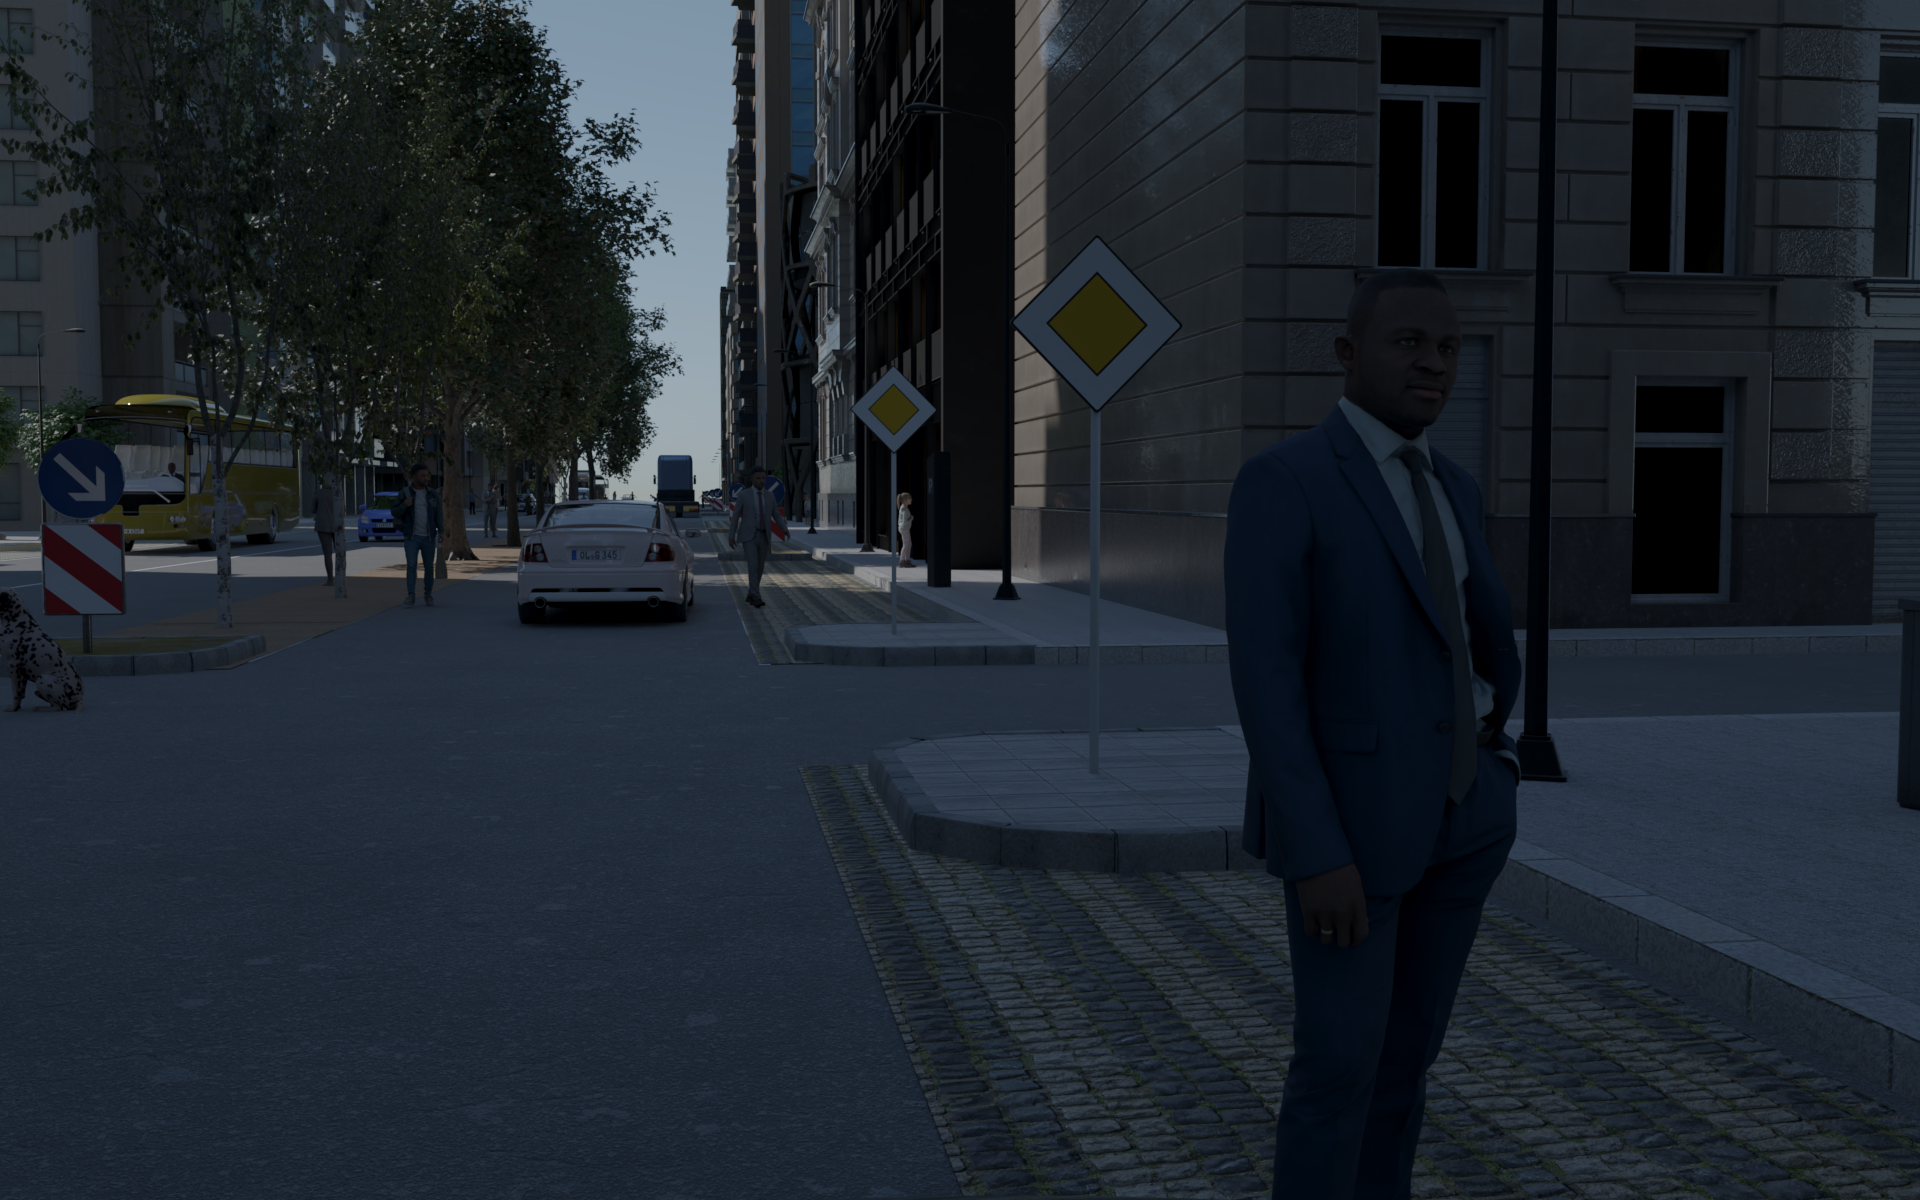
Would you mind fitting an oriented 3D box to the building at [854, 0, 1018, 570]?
[{"bbox_3d":[4.588,-12.701,37.335,12.332,23.373,15.834,-1,4,-9],"label":"building"}]

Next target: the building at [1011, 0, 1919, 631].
[{"bbox_3d":[13.650,-13.777,22.525,25.104,27.353,12.463,-1,4,-9],"label":"building"}]

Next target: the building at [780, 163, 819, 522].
[{"bbox_3d":[-0.212,-13.191,83.122,16.820,18.784,16.811,-1,4,-9],"label":"building"}]

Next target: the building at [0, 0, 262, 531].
[{"bbox_3d":[-35.178,-23.276,64.160,14.154,41.232,14.086,-1,4,-9],"label":"building"}]

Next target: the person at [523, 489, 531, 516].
[{"bbox_3d":[-28.485,-6.400,113.871,0.721,1.736,1.217,-2,4,-32],"label":"person"}]

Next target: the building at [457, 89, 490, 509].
[{"bbox_3d":[-49.329,-28.592,151.077,14.154,41.232,14.086,-1,4,-9],"label":"building"}]

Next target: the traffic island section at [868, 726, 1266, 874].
[{"bbox_3d":[0.660,0.876,7.961,2.009,0.180,2.903,-1,4,-9],"label":"traffic island section"}]

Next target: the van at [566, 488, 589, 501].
[{"bbox_3d":[-26.472,-6.943,120.521,2.013,2.044,4.112,-1,4,-9],"label":"van"}]

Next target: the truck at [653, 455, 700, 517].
[{"bbox_3d":[-18.519,-7.548,113.173,2.967,4.110,18.799,-1,4,-10],"label":"truck"}]

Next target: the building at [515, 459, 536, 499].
[{"bbox_3d":[-54.178,-25.615,190.506,14.160,30.474,14.107,-1,4,-9],"label":"building"}]

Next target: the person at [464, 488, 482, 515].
[{"bbox_3d":[-33.501,-6.762,119.037,1.348,1.826,0.705,-3,5,-42],"label":"person"}]

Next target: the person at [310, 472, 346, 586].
[{"bbox_3d":[-9.835,-1.117,26.953,0.537,1.800,0.526,-2,4,-27],"label":"person"}]

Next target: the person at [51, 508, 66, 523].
[{"bbox_3d":[-29.377,-3.071,56.356,0.635,1.810,0.391,1,4,13],"label":"person"}]

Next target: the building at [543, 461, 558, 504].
[{"bbox_3d":[-60.788,-35.344,227.981,14.600,45.320,14.200,-1,4,-9],"label":"building"}]

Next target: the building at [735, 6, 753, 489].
[{"bbox_3d":[-9.051,-32.532,155.602,21.300,48.544,21.600,-1,4,-9],"label":"building"}]

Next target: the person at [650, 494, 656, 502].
[{"bbox_3d":[-34.395,-11.152,194.027,0.799,1.438,0.628,-1,4,-16],"label":"person"}]

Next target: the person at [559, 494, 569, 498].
[{"bbox_3d":[-44.000,-11.275,192.807,1.348,1.831,0.705,-2,4,-35],"label":"person"}]

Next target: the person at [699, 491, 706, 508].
[{"bbox_3d":[-25.872,-10.068,173.824,0.721,1.736,1.217,-3,5,-42],"label":"person"}]

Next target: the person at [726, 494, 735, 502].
[{"bbox_3d":[-22.723,-10.224,173.214,1.348,1.822,0.705,-1,4,-22],"label":"person"}]

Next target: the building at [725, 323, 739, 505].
[{"bbox_3d":[-11.663,-21.195,191.576,27.650,21.520,28.899,-1,4,-9],"label":"building"}]

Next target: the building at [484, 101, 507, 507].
[{"bbox_3d":[-53.509,-32.125,175.352,14.600,45.320,14.200,-1,4,-9],"label":"building"}]

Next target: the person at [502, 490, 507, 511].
[{"bbox_3d":[-38.485,-8.411,146.737,0.721,1.736,1.217,3,4,36],"label":"person"}]

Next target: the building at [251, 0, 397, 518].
[{"bbox_3d":[-46.467,-29.346,99.424,23.786,49.044,30.456,-1,4,-9],"label":"building"}]

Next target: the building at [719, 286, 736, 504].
[{"bbox_3d":[-26.374,-28.735,241.514,14.160,30.474,14.107,-1,4,-9],"label":"building"}]

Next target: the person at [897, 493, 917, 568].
[{"bbox_3d":[-0.923,-1.211,30.125,0.394,1.301,0.425,-1,4,-20],"label":"person"}]

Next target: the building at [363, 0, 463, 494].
[{"bbox_3d":[-49.816,-29.026,129.205,22.147,44.769,28.867,-1,4,-9],"label":"building"}]

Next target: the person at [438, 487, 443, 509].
[{"bbox_3d":[-27.645,-5.123,92.396,1.348,1.807,0.705,-1,4,-15],"label":"person"}]

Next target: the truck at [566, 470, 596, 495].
[{"bbox_3d":[-44.577,-13.168,204.204,2.839,4.237,11.283,0,4,-8],"label":"truck"}]

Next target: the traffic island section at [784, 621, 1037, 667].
[{"bbox_3d":[-0.559,0.393,15.853,2.009,0.180,2.903,-1,4,-9],"label":"traffic island section"}]

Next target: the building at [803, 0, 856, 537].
[{"bbox_3d":[2.204,-16.500,57.163,14.401,28.519,23.554,-1,4,-9],"label":"building"}]

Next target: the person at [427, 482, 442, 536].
[{"bbox_3d":[-17.810,-3.035,58.107,0.713,1.824,0.794,1,4,19],"label":"person"}]

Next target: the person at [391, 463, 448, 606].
[{"bbox_3d":[-6.795,-0.824,21.955,0.794,1.824,0.713,-1,4,-11],"label":"person"}]

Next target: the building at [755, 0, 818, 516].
[{"bbox_3d":[-5.533,-28.016,108.177,14.600,45.320,14.200,-1,4,-9],"label":"building"}]

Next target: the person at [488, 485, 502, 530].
[{"bbox_3d":[-18.484,-3.666,68.624,0.592,1.802,0.473,1,4,19],"label":"person"}]

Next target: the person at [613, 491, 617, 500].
[{"bbox_3d":[-35.296,-10.273,177.125,0.621,1.740,0.551,-1,4,-23],"label":"person"}]

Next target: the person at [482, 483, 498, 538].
[{"bbox_3d":[-15.425,-2.946,56.844,0.511,1.800,0.466,-3,4,-36],"label":"person"}]

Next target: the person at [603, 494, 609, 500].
[{"bbox_3d":[-30.261,-8.322,147.825,1.065,1.426,0.557,2,4,28],"label":"person"}]

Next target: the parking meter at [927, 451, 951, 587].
[{"bbox_3d":[-0.289,-1.114,23.928,0.255,1.863,0.399,-1,4,-18],"label":"parking meter"}]

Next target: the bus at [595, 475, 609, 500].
[{"bbox_3d":[-46.626,-14.119,222.396,2.896,3.916,12.252,-1,4,-9],"label":"bus"}]

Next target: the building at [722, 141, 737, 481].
[{"bbox_3d":[-18.236,-36.703,219.697,23.786,49.044,30.456,-1,4,-9],"label":"building"}]

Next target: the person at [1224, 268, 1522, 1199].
[{"bbox_3d":[0.672,0.357,2.850,0.419,1.800,0.721,3,5,45],"label":"person"}]

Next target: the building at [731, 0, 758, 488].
[{"bbox_3d":[-5.808,-29.086,130.177,22.147,44.769,28.867,-1,4,-9],"label":"building"}]

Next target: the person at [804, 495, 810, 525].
[{"bbox_3d":[-6.237,-3.698,71.189,0.332,1.250,0.352,0,4,-2],"label":"person"}]

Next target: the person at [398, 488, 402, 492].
[{"bbox_3d":[-28.686,-4.890,89.157,0.721,1.736,1.217,0,4,6],"label":"person"}]

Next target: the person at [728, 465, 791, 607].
[{"bbox_3d":[-2.569,-0.804,21.915,0.678,1.792,0.850,-2,4,-31],"label":"person"}]

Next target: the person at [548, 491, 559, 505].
[{"bbox_3d":[-43.259,-10.703,184.222,1.217,1.736,0.721,-2,4,-25],"label":"person"}]

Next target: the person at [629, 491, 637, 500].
[{"bbox_3d":[-38.048,-11.764,201.525,1.217,1.739,0.721,2,4,30],"label":"person"}]

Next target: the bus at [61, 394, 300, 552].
[{"bbox_3d":[-20.355,-3.354,46.388,2.896,3.916,12.252,-1,4,-9],"label":"bus"}]
